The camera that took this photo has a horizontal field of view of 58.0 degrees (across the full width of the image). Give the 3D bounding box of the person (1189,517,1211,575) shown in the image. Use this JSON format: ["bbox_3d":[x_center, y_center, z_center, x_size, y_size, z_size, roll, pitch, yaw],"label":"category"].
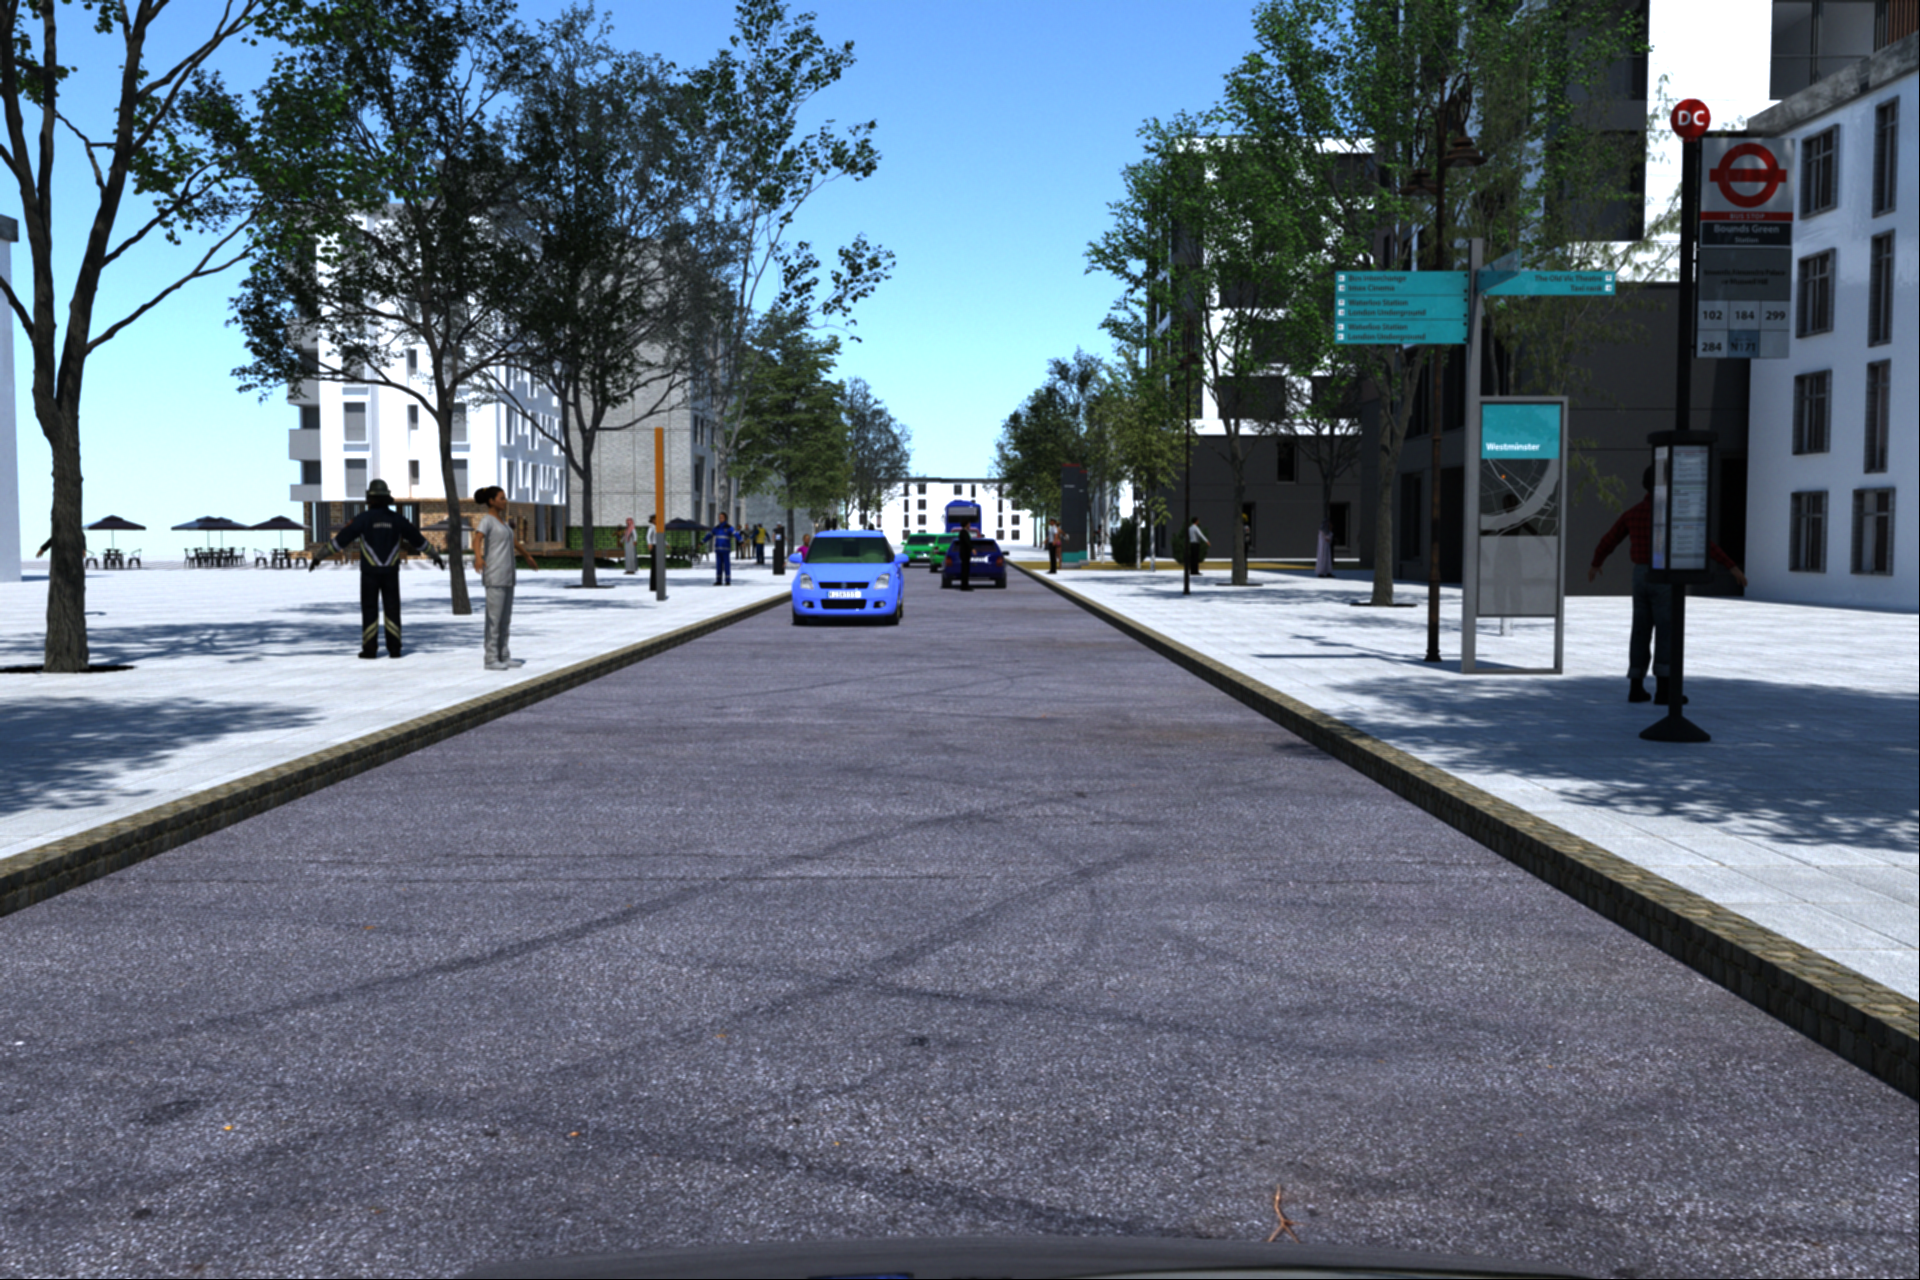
[{"bbox_3d":[7.353,-2.929,54.044,0.704,1.810,1.344,-2,4,-26],"label":"person"}]

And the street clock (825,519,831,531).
[{"bbox_3d":[-6.178,-4.684,81.155,0.358,2.002,0.471,0,4,1],"label":"street clock"}]

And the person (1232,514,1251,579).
[{"bbox_3d":[8.016,-2.658,49.229,0.704,1.858,1.351,0,4,-6],"label":"person"}]

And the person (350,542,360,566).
[{"bbox_3d":[-23.870,-3.866,69.391,1.347,1.806,0.705,1,4,20],"label":"person"}]

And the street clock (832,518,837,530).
[{"bbox_3d":[-5.610,-4.453,77.370,0.358,2.002,0.471,0,4,-1],"label":"street clock"}]

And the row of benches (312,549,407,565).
[{"bbox_3d":[-25.451,-3.535,73.257,4.104,0.672,1.422,-3,5,-44],"label":"row of benches"}]

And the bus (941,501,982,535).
[{"bbox_3d":[0.102,-8.292,127.124,2.896,3.916,12.251,0,4,-1],"label":"bus"}]

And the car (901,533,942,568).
[{"bbox_3d":[-1.583,-4.065,75.258,1.959,1.807,4.718,0,4,-1],"label":"car"}]

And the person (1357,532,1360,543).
[{"bbox_3d":[16.981,-4.054,72.408,1.347,1.817,0.704,-3,5,-40],"label":"person"}]

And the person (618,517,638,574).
[{"bbox_3d":[-10.560,-3.007,55.317,0.704,1.811,1.347,-2,4,-33],"label":"person"}]

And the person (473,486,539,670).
[{"bbox_3d":[-4.322,-0.593,16.473,0.721,1.739,1.217,1,4,11],"label":"person"}]

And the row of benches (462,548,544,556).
[{"bbox_3d":[-20.166,-3.701,75.967,4.104,0.672,1.422,-1,4,-13],"label":"row of benches"}]

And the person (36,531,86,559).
[{"bbox_3d":[-14.016,-1.289,27.126,1.345,1.823,0.704,2,4,35],"label":"person"}]

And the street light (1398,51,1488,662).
[{"bbox_3d":[4.764,-2.720,17.268,0.468,5.910,1.993,0,4,-1],"label":"street light"}]

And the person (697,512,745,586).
[{"bbox_3d":[-5.913,-2.272,43.119,1.345,1.831,0.704,1,4,21],"label":"person"}]

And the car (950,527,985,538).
[{"bbox_3d":[0.262,-5.299,95.319,2.281,1.827,5.304,0,4,-1],"label":"car"}]

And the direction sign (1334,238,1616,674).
[{"bbox_3d":[4.653,-1.617,15.195,2.525,3.948,1.411,0,4,0],"label":"direction sign"}]

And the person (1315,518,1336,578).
[{"bbox_3d":[10.771,-2.708,50.980,0.621,1.740,0.551,1,4,9],"label":"person"}]

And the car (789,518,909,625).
[{"bbox_3d":[-1.797,-1.149,28.372,1.945,1.707,3.694,0,4,0],"label":"car"}]

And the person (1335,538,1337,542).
[{"bbox_3d":[17.553,-4.669,82.111,0.705,1.856,1.354,2,4,30],"label":"person"}]

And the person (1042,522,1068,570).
[{"bbox_3d":[3.459,-3.402,62.432,1.217,1.733,0.721,-3,4,-38],"label":"person"}]

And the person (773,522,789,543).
[{"bbox_3d":[-8.209,-4.463,78.824,0.705,1.847,1.347,2,4,26],"label":"person"}]

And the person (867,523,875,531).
[{"bbox_3d":[-3.453,-3.602,67.123,0.705,1.856,1.354,0,4,-2],"label":"person"}]

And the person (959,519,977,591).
[{"bbox_3d":[0.165,-2.140,43.635,0.705,1.806,1.347,-1,4,-12],"label":"person"}]

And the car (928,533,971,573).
[{"bbox_3d":[-0.233,-3.466,65.470,1.959,1.807,4.718,0,4,0],"label":"car"}]

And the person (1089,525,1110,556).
[{"bbox_3d":[8.192,-5.805,101.049,1.345,1.843,0.704,-1,4,-12],"label":"person"}]

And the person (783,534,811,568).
[{"bbox_3d":[-3.011,-1.375,34.206,0.991,1.433,0.599,-1,4,-14],"label":"person"}]

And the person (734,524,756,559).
[{"bbox_3d":[-10.812,-4.991,87.880,1.348,1.796,0.705,-1,4,-18],"label":"person"}]

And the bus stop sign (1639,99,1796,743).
[{"bbox_3d":[4.697,-1.347,10.731,0.855,3.939,0.416,0,4,0],"label":"bus stop sign"}]

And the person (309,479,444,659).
[{"bbox_3d":[-6.003,-0.736,17.909,1.351,1.845,0.704,-2,4,-30],"label":"person"}]

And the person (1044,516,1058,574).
[{"bbox_3d":[2.976,-3.076,56.074,0.704,1.855,1.343,-1,4,-9],"label":"person"}]

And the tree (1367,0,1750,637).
[{"bbox_3d":[6.762,-4.362,21.677,4.360,8.622,3.978,0,3,0],"label":"tree"}]

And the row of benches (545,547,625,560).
[{"bbox_3d":[-16.973,-3.893,79.107,4.104,0.672,1.422,-3,5,-44],"label":"row of benches"}]

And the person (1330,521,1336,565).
[{"bbox_3d":[15.253,-3.995,71.258,0.705,1.837,1.347,1,4,12],"label":"person"}]

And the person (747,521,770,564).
[{"bbox_3d":[-8.500,-4.130,73.490,0.705,1.833,1.349,3,4,39],"label":"person"}]

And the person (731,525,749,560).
[{"bbox_3d":[-10.997,-4.856,86.110,1.216,1.740,0.721,1,4,15],"label":"person"}]

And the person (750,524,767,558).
[{"bbox_3d":[-11.162,-5.409,94.568,1.348,1.813,0.705,1,4,23],"label":"person"}]

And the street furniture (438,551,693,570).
[{"bbox_3d":[-15.062,-3.010,64.847,10.072,0.657,5.734,3,4,39],"label":"street furniture"}]

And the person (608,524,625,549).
[{"bbox_3d":[-18.742,-5.484,95.435,1.354,1.858,0.705,1,4,9],"label":"person"}]

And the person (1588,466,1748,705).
[{"bbox_3d":[5.291,-0.429,13.129,0.704,1.816,1.345,-2,4,-32],"label":"person"}]

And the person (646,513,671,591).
[{"bbox_3d":[-6.783,-1.990,38.997,0.721,1.778,1.216,1,4,11],"label":"person"}]

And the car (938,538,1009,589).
[{"bbox_3d":[0.374,-2.099,46.892,1.945,1.354,3.894,0,3,0],"label":"car"}]

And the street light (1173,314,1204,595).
[{"bbox_3d":[4.814,-3.904,36.617,0.468,5.910,1.993,0,4,0],"label":"street light"}]
